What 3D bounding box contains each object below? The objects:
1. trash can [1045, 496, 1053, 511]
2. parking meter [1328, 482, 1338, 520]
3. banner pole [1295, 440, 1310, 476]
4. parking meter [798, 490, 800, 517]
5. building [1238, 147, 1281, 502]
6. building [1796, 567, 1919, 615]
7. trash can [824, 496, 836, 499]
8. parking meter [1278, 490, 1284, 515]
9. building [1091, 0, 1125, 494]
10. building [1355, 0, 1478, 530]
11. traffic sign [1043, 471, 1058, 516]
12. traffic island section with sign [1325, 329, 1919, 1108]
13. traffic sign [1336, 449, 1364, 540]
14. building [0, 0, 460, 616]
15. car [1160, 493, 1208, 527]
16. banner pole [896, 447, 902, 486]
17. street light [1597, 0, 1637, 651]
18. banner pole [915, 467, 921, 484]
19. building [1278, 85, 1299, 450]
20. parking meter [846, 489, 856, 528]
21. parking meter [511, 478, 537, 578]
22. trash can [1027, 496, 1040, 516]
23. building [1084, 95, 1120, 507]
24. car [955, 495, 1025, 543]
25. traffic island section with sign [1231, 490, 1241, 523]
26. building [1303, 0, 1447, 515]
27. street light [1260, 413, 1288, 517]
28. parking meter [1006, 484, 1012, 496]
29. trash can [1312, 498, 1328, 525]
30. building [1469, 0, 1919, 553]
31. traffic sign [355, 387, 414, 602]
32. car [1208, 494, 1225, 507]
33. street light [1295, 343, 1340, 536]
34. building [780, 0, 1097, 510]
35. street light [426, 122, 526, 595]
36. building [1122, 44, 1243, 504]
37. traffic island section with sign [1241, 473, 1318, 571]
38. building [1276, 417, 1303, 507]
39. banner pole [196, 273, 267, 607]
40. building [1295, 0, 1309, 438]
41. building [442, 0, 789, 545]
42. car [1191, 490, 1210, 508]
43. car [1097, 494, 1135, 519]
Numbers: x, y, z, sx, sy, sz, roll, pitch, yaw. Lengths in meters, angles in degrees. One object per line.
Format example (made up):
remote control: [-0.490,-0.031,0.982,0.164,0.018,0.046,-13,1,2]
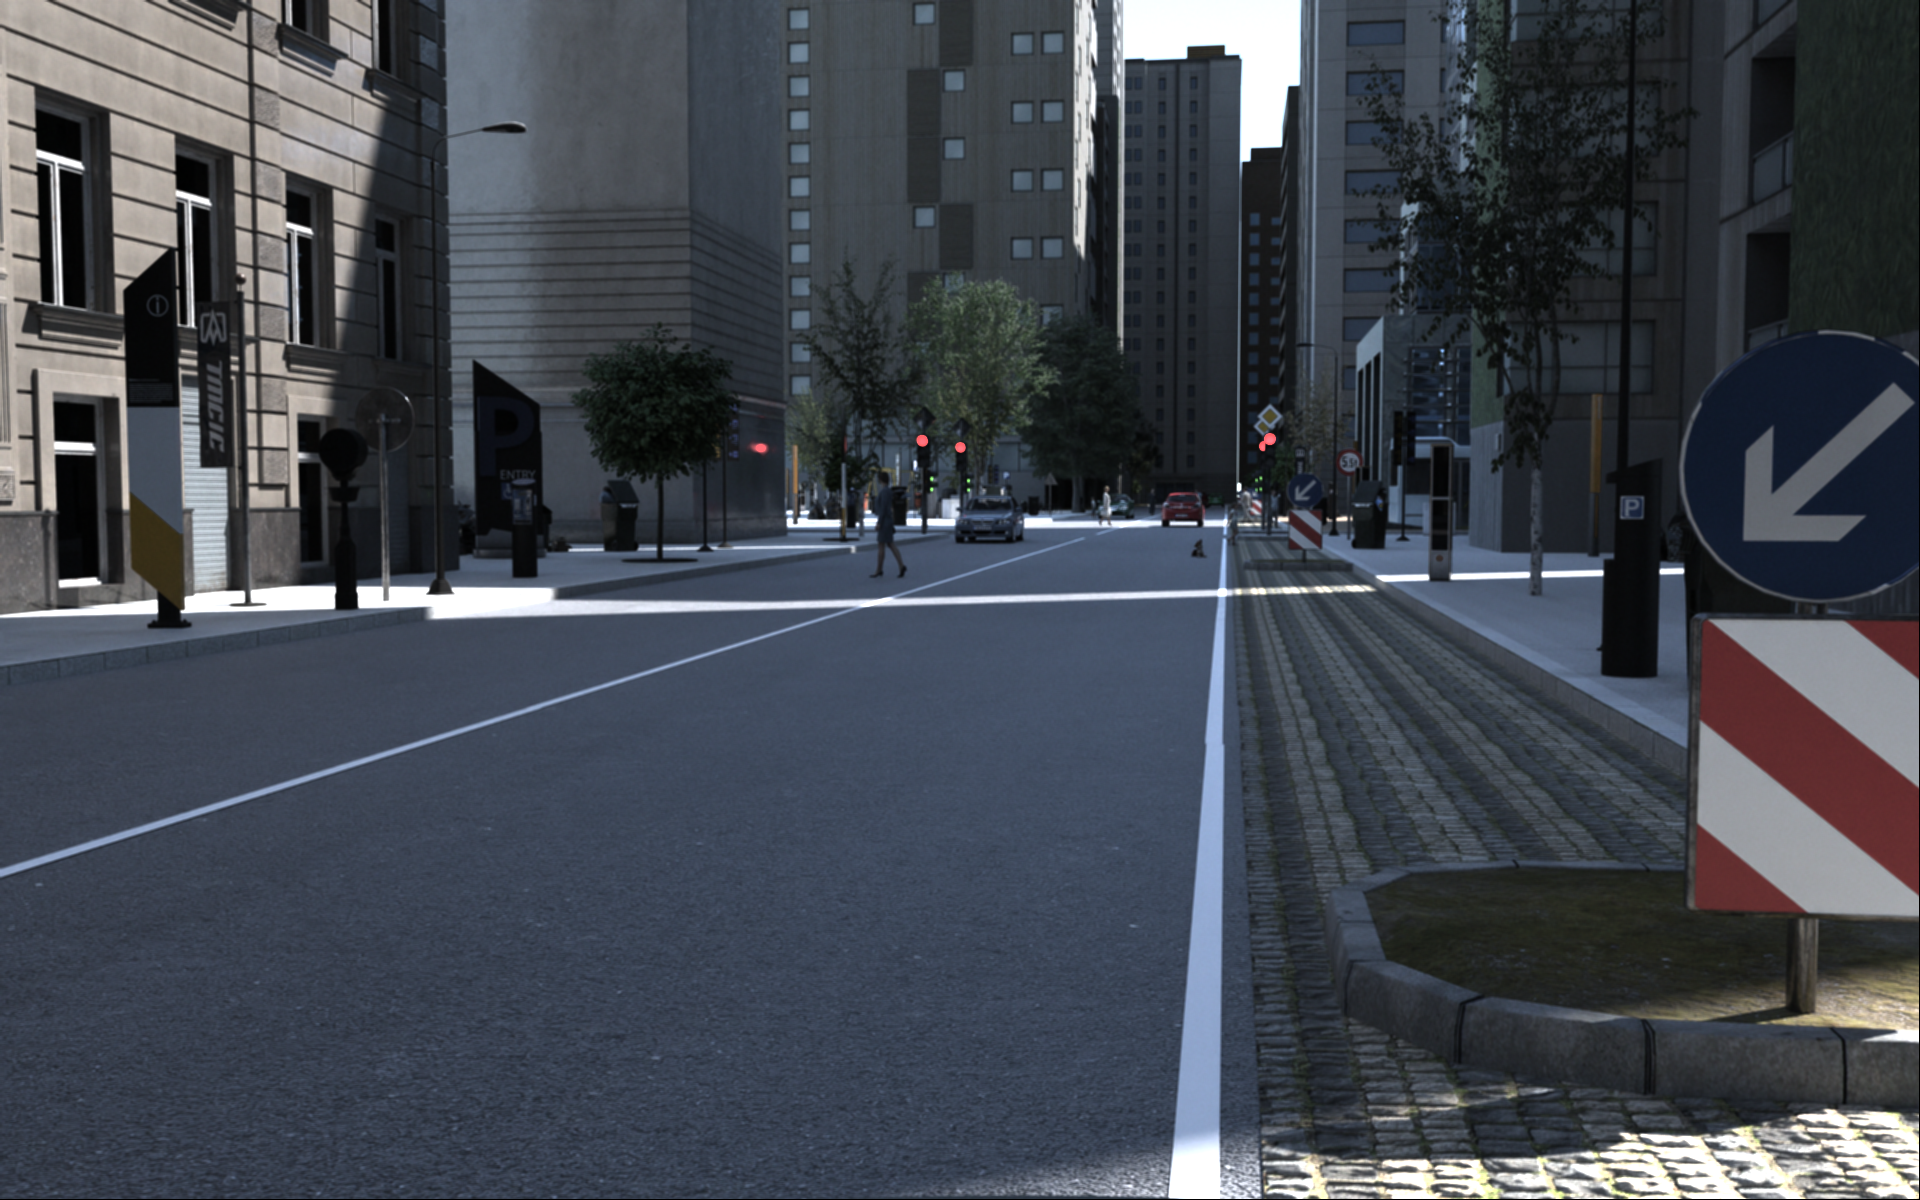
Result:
trash can: [6.739,-7.320,131.332,0.748,1.137,0.748,0,3,0]
parking meter: [18.564,-4.925,86.230,0.399,1.863,0.255,3,4,38]
banner pole: [15.968,-5.537,80.548,0.863,3.779,0.401,1,4,20]
parking meter: [-9.025,-5.341,95.728,0.372,1.533,0.369,0,3,0]
building: [43.658,-35.217,225.905,14.200,45.320,14.600,1,4,9]
building: [17.166,-20.600,20.412,14.154,41.232,14.086,1,4,9]
trash can: [-7.994,-5.816,106.747,0.748,1.137,0.748,0,3,0]
parking meter: [20.059,-6.101,108.163,0.372,1.533,0.369,0,3,0]
building: [8.248,-46.685,201.559,20.611,71.187,20.563,1,4,9]
building: [32.234,-46.242,68.725,31.000,86.520,22.319,1,4,9]
traffic sign: [5.192,-6.093,99.617,0.884,2.594,0.081,1,4,13]
traffic island section with sign: [2.098,0.223,4.984,1.989,1.847,2.006,1,4,9]
traffic sign: [10.915,-2.963,48.554,0.768,2.556,0.104,1,4,18]
building: [-15.861,-13.458,17.304,12.463,27.353,25.104,1,4,9]
car: [9.947,-4.163,77.103,2.155,1.783,4.494,1,4,9]
banner pole: [-3.293,-6.312,93.222,0.401,3.779,0.863,-2,4,-25]
street light: [4.869,-2.543,14.113,1.470,5.913,1.316,1,4,9]
banner pole: [-3.181,-8.646,131.379,0.863,3.779,0.401,2,4,33]
building: [47.256,-34.982,195.657,21.300,48.544,21.600,1,4,9]
parking meter: [-4.093,-3.460,64.986,0.372,1.533,0.369,0,3,0]
parking meter: [-6.711,-1.117,26.678,0.372,1.533,0.369,0,3,0]
trash can: [4.402,-5.618,103.511,0.748,1.137,0.748,0,3,0]
building: [8.465,-29.959,173.431,14.154,41.232,14.086,1,4,9]
car: [0.938,-2.468,52.361,2.014,1.417,4.499,0,4,8]
traffic island section with sign: [14.632,-4.748,86.261,1.989,1.847,2.006,1,4,9]
building: [34.548,-35.286,118.932,21.231,58.520,28.212,1,4,9]
street light: [17.580,-7.568,96.284,1.470,5.913,1.316,1,4,9]
parking meter: [2.914,-5.962,103.190,0.255,1.863,0.399,-2,4,-24]
trash can: [14.724,-3.625,70.914,0.748,1.137,0.748,0,3,0]
building: [19.809,-21.940,42.309,14.154,41.232,14.086,1,4,9]
traffic sign: [-6.861,-1.256,20.634,0.768,2.556,0.104,1,4,12]
car: [28.151,-11.106,190.374,1.959,1.807,4.718,1,4,9]
street light: [10.982,-4.936,53.240,1.470,5.913,1.316,1,4,9]
building: [-2.157,-34.504,153.386,28.713,52.752,27.495,1,4,9]
street light: [-6.105,-3.017,21.868,1.470,5.913,1.316,1,4,9]
building: [23.282,-42.232,232.499,28.212,58.520,21.231,1,4,9]
traffic island section with sign: [6.413,-1.485,32.910,1.989,1.847,2.006,1,4,9]
building: [42.603,-45.020,174.332,20.563,71.187,20.611,1,4,9]
banner pole: [-8.388,-1.824,19.838,0.863,3.779,0.401,1,4,19]
building: [43.420,-34.306,150.145,28.713,52.752,27.495,1,4,9]
building: [-14.837,-12.244,49.348,18.267,20.994,9.793,1,4,9]
car: [24.195,-10.224,175.830,2.281,1.827,5.304,1,4,9]
car: [9.133,-5.452,100.936,2.131,1.459,4.920,1,4,10]
